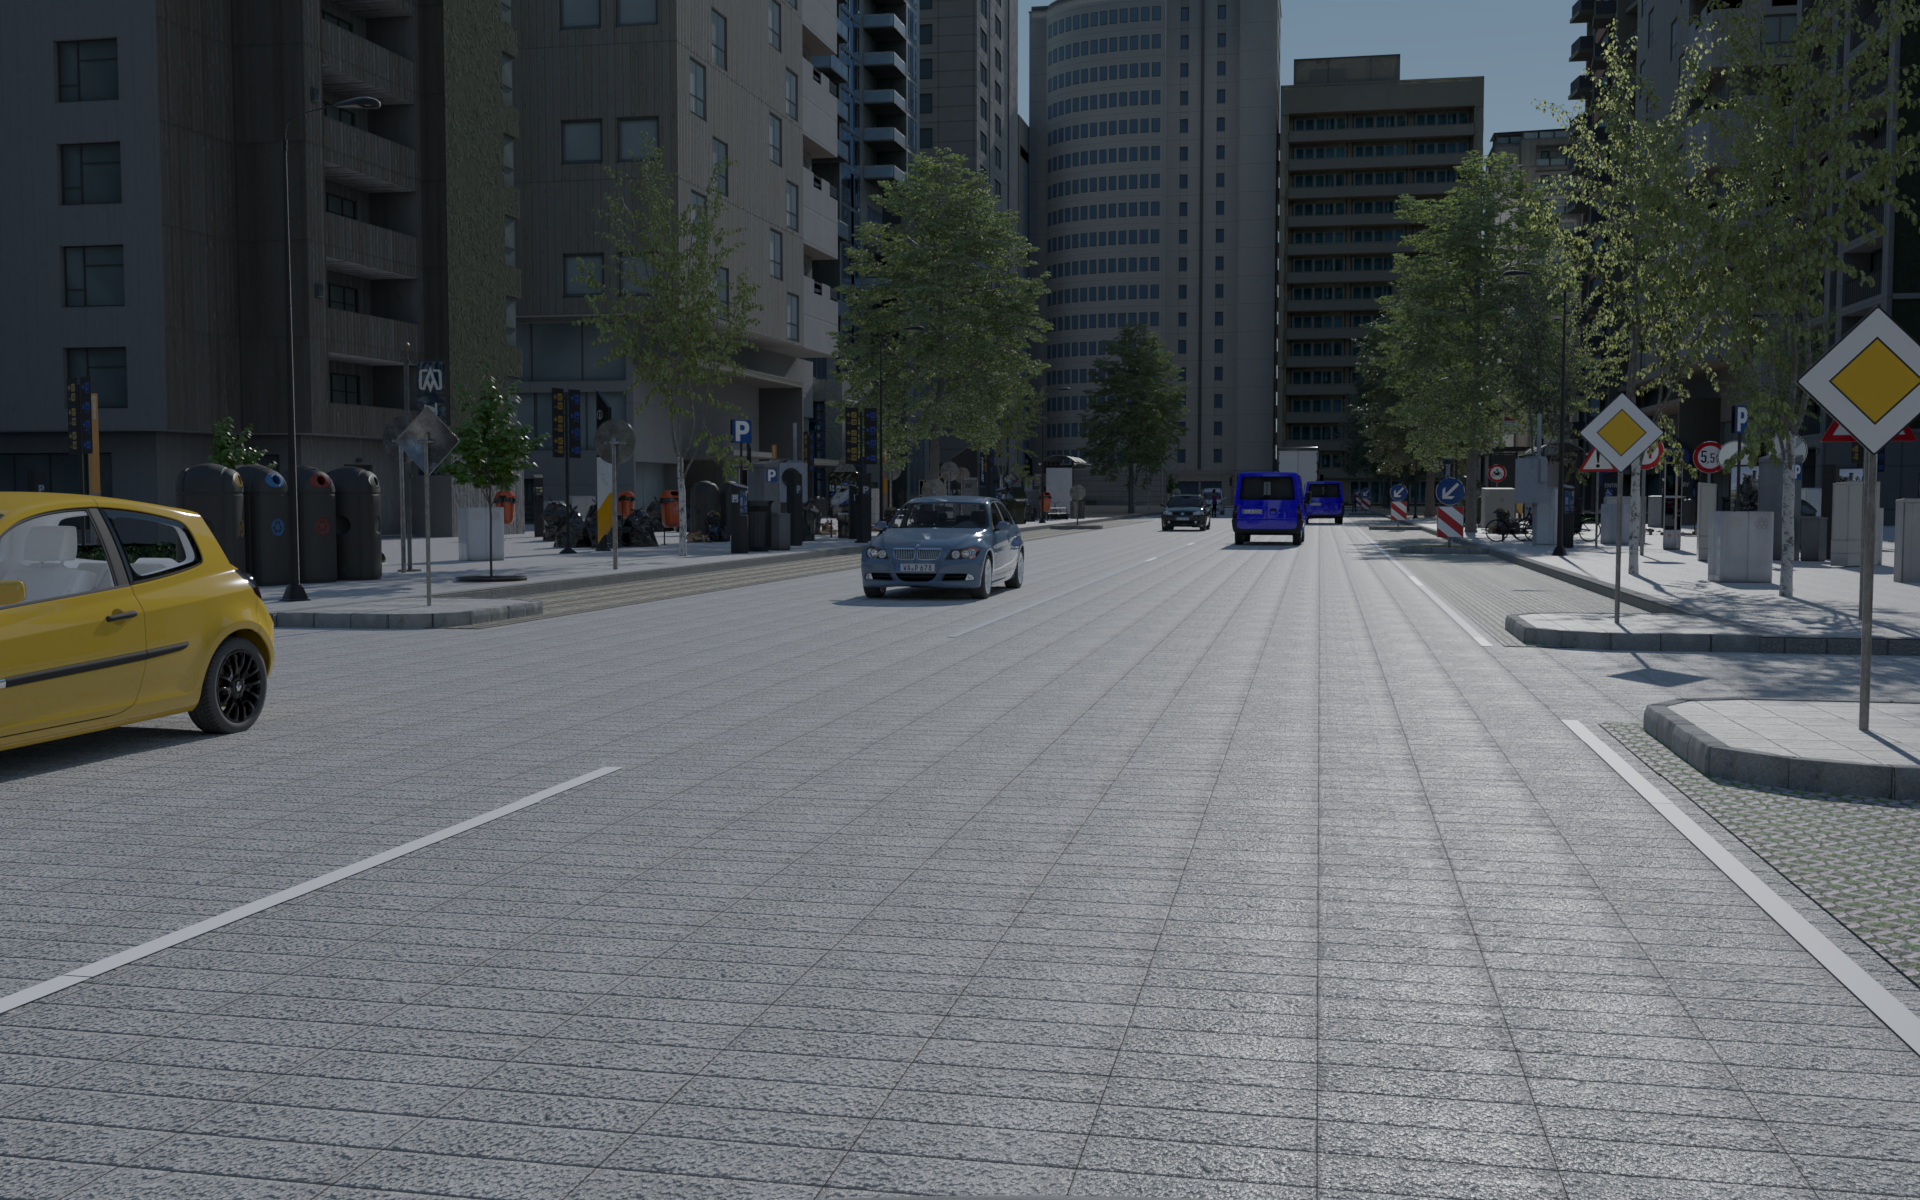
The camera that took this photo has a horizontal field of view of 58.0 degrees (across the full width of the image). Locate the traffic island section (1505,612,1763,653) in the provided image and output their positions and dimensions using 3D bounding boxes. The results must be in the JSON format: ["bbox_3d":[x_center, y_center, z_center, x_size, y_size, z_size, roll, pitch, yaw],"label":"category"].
[{"bbox_3d":[6.560,0.308,17.245,2.009,0.180,2.903,1,4,12],"label":"traffic island section"}]

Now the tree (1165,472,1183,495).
[{"bbox_3d":[18.151,-9.465,149.361,1.663,3.219,1.824,0,3,0],"label":"tree"}]

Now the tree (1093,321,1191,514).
[{"bbox_3d":[11.673,-11.964,113.731,7.486,12.596,7.792,0,3,0],"label":"tree"}]

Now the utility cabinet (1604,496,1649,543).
[{"bbox_3d":[17.647,-2.131,46.000,1.020,1.237,0.306,1,4,11],"label":"utility cabinet"}]

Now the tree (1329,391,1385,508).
[{"bbox_3d":[39.867,-15.415,162.397,12.009,13.543,11.850,0,3,0],"label":"tree"}]

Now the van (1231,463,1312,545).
[{"bbox_3d":[9.033,-2.808,50.294,2.240,2.365,5.245,1,4,13],"label":"van"}]

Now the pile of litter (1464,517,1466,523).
[{"bbox_3d":[21.711,-3.797,76.053,1.719,0.858,1.176,-2,4,-31],"label":"pile of litter"}]

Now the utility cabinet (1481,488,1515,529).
[{"bbox_3d":[19.717,-3.351,63.466,1.173,1.500,0.318,-1,4,-10],"label":"utility cabinet"}]

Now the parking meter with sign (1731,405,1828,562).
[{"bbox_3d":[15.892,-2.282,33.565,0.543,3.016,1.738,-3,4,-39],"label":"parking meter with sign"}]

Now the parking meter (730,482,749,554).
[{"bbox_3d":[-4.765,-1.774,37.410,0.372,1.533,0.369,0,3,0],"label":"parking meter"}]

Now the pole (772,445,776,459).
[{"bbox_3d":[-7.709,-4.775,71.911,0.158,3.312,0.155,0,3,0],"label":"pole"}]

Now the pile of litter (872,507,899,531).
[{"bbox_3d":[-2.529,-2.817,60.016,1.176,0.858,1.719,-3,5,-44],"label":"pile of litter"}]

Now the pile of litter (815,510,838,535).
[{"bbox_3d":[-4.352,-2.498,54.808,1.176,0.858,1.719,1,4,22],"label":"pile of litter"}]

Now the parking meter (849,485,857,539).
[{"bbox_3d":[-2.986,-2.506,49.385,0.372,1.533,0.369,0,3,0],"label":"parking meter"}]

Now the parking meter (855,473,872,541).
[{"bbox_3d":[-2.636,-2.543,47.285,0.399,1.863,0.255,-2,4,-25],"label":"parking meter"}]

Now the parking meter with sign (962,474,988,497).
[{"bbox_3d":[0.462,-5.061,79.007,1.738,3.016,0.543,0,4,7],"label":"parking meter with sign"}]

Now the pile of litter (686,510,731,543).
[{"bbox_3d":[-6.833,-1.978,46.298,1.176,0.858,1.719,3,5,45],"label":"pile of litter"}]

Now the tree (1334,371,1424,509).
[{"bbox_3d":[37.340,-14.265,150.242,9.611,12.733,9.660,0,3,0],"label":"tree"}]

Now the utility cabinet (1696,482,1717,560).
[{"bbox_3d":[14.447,-1.518,33.491,0.318,1.500,1.173,1,4,21],"label":"utility cabinet"}]

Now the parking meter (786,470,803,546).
[{"bbox_3d":[-4.105,-2.279,42.974,0.255,1.863,0.399,2,4,27],"label":"parking meter"}]

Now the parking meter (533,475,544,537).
[{"bbox_3d":[-12.585,-2.815,51.737,0.255,1.863,0.399,-1,4,-19],"label":"parking meter"}]

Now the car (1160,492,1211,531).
[{"bbox_3d":[8.962,-3.592,68.515,2.009,1.686,4.222,1,4,12],"label":"car"}]

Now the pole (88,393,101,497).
[{"bbox_3d":[-17.585,-2.529,35.186,0.158,3.312,0.155,0,3,0],"label":"pole"}]

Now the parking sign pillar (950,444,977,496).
[{"bbox_3d":[0.186,-6.042,87.260,1.447,3.967,1.447,-1,4,-18],"label":"parking sign pillar"}]

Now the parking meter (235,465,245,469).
[{"bbox_3d":[-14.435,-1.785,34.890,0.255,1.863,0.399,-2,4,-28],"label":"parking meter"}]

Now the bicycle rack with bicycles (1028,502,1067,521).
[{"bbox_3d":[3.769,-4.312,83.887,2.852,0.926,2.925,3,4,36],"label":"bicycle rack with bicycles"}]

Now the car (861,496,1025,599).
[{"bbox_3d":[-0.158,-0.815,25.320,2.014,1.417,4.499,1,4,11],"label":"car"}]

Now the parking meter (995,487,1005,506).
[{"bbox_3d":[1.528,-3.483,65.366,0.372,1.533,0.369,0,3,0],"label":"parking meter"}]

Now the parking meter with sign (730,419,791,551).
[{"bbox_3d":[-4.557,-2.673,39.957,0.543,3.016,1.738,-3,5,-43],"label":"parking meter with sign"}]

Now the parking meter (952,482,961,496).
[{"bbox_3d":[-0.178,-4.860,85.178,0.399,1.863,0.255,3,5,41],"label":"parking meter"}]

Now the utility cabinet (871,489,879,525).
[{"bbox_3d":[-3.711,-3.780,70.487,0.318,1.500,1.173,-3,5,-43],"label":"utility cabinet"}]

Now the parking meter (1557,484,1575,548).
[{"bbox_3d":[14.379,-2.000,41.116,0.372,1.533,0.369,0,3,0],"label":"parking meter"}]

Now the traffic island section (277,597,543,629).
[{"bbox_3d":[-6.111,0.147,19.872,2.009,0.180,2.903,1,4,12],"label":"traffic island section"}]

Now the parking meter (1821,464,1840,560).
[{"bbox_3d":[17.056,-1.728,33.965,0.255,1.863,0.399,3,4,37],"label":"parking meter"}]

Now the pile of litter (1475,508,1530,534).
[{"bbox_3d":[17.525,-2.561,55.832,1.176,0.858,1.719,-3,5,-43],"label":"pile of litter"}]

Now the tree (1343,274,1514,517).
[{"bbox_3d":[26.916,-11.728,98.402,9.857,13.997,8.962,0,3,0],"label":"tree"}]

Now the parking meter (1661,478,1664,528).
[{"bbox_3d":[26.328,-3.603,64.618,0.255,1.863,0.399,1,4,15],"label":"parking meter"}]

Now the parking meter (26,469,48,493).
[{"bbox_3d":[-21.605,-2.133,40.581,0.255,1.863,0.399,1,4,15],"label":"parking meter"}]

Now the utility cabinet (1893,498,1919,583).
[{"bbox_3d":[14.154,-0.855,25.144,1.020,1.237,0.306,0,4,5],"label":"utility cabinet"}]

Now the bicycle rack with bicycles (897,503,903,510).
[{"bbox_3d":[-1.516,-3.786,75.284,2.852,0.926,2.925,1,4,23],"label":"bicycle rack with bicycles"}]

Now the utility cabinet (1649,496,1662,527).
[{"bbox_3d":[27.192,-3.421,67.091,0.306,1.237,1.020,-3,4,-39],"label":"utility cabinet"}]

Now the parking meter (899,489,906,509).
[{"bbox_3d":[-2.965,-4.974,89.743,0.372,1.533,0.369,0,3,0],"label":"parking meter"}]

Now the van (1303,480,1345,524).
[{"bbox_3d":[17.642,-4.892,84.373,2.240,2.365,5.245,1,4,10],"label":"van"}]

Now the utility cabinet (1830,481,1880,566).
[{"bbox_3d":[15.826,-1.343,30.632,1.173,1.500,0.318,-3,4,-39],"label":"utility cabinet"}]

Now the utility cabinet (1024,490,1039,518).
[{"bbox_3d":[3.689,-5.169,93.184,1.173,1.500,0.318,-1,4,-17],"label":"utility cabinet"}]

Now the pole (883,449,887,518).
[{"bbox_3d":[-3.372,-5.136,77.809,0.158,3.312,0.155,0,3,0],"label":"pole"}]

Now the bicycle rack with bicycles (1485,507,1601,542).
[{"bbox_3d":[15.799,-2.049,46.885,2.925,0.926,2.852,1,4,20],"label":"bicycle rack with bicycles"}]

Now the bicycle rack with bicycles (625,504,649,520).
[{"bbox_3d":[-11.510,-3.202,65.735,2.925,0.926,2.852,-1,4,-13],"label":"bicycle rack with bicycles"}]

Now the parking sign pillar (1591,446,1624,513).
[{"bbox_3d":[29.274,-5.494,78.303,1.447,3.967,1.447,0,4,4],"label":"parking sign pillar"}]

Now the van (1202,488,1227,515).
[{"bbox_3d":[17.573,-6.948,120.619,2.013,2.044,4.112,1,4,10],"label":"van"}]

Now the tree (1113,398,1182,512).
[{"bbox_3d":[14.623,-11.119,132.165,4.737,8.622,4.395,0,3,0],"label":"tree"}]

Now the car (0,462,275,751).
[{"bbox_3d":[-5.421,0.063,9.190,2.015,1.641,3.980,1,4,12],"label":"car"}]

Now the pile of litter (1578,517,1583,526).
[{"bbox_3d":[22.667,-3.125,65.059,1.719,0.858,1.176,-1,4,-21],"label":"pile of litter"}]

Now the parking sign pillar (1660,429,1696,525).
[{"bbox_3d":[29.649,-5.077,71.478,1.447,3.967,1.447,3,5,41],"label":"parking sign pillar"}]

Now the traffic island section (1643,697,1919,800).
[{"bbox_3d":[4.936,0.786,9.426,2.009,0.180,2.903,1,4,12],"label":"traffic island section"}]

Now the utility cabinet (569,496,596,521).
[{"bbox_3d":[-14.174,-3.291,64.963,1.020,1.237,0.306,-3,5,-42],"label":"utility cabinet"}]
